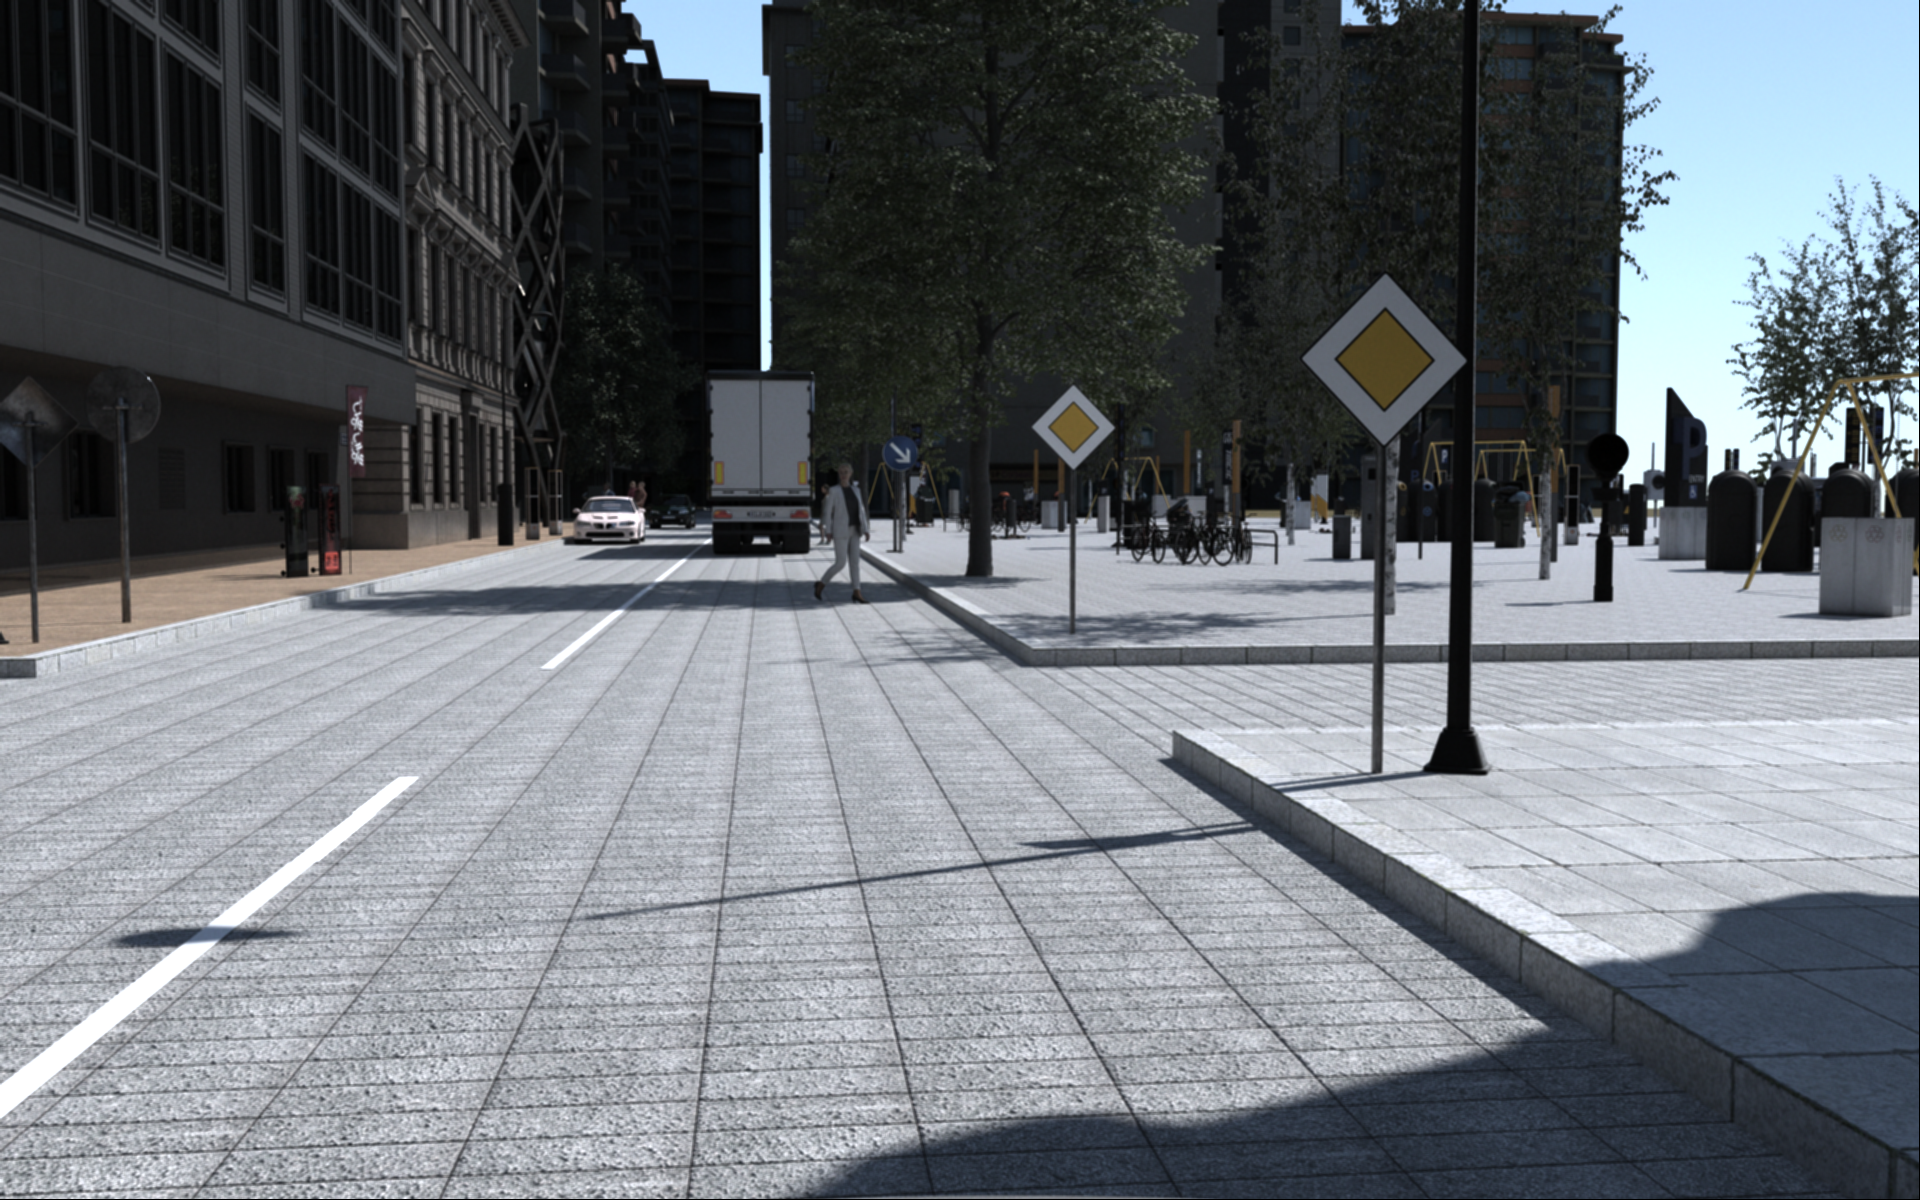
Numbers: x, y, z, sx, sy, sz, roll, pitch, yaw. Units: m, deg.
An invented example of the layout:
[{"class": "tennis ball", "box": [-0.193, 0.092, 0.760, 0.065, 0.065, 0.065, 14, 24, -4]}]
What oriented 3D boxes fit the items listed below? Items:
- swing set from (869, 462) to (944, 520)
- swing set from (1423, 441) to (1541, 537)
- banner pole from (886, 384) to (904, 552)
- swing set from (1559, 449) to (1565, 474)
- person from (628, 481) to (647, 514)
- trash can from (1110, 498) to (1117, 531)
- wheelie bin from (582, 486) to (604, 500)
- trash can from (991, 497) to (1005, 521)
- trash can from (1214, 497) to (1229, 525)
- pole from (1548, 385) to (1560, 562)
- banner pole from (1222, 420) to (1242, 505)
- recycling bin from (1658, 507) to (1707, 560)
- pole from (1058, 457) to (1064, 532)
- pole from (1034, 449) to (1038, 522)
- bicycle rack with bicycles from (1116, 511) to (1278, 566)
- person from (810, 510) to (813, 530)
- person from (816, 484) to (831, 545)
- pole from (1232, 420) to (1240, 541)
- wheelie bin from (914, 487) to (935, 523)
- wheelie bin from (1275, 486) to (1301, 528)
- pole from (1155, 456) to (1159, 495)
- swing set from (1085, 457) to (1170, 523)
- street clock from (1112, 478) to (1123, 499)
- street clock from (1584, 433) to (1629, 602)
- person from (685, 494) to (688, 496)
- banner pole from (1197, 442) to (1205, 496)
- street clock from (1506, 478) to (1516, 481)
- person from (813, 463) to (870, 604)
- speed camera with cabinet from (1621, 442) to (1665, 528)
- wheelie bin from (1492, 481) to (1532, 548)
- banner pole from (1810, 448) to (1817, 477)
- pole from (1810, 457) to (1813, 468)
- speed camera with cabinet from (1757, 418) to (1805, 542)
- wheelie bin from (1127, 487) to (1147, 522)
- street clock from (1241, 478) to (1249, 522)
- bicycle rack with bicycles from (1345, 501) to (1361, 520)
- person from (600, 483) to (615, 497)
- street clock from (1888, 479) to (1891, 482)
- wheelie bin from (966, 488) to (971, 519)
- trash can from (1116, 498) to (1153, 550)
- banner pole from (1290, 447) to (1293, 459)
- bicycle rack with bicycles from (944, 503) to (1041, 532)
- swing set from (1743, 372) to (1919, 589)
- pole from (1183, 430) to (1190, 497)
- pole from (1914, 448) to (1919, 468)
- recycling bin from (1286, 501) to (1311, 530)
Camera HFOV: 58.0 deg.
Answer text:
[{"class": "swing set", "box": [-2.683, -5.357, 85.201, 3.119, 2.851, 2.862, 3, 4, 38]}, {"class": "swing set", "box": [15.287, -3.308, 51.710, 3.119, 2.851, 2.862, 3, 5, 39]}, {"class": "banner pole", "box": [-1.472, -2.963, 38.455, 0.401, 3.779, 0.863, -1, 4, -9]}, {"class": "swing set", "box": [19.545, -3.864, 60.798, 3.119, 2.851, 2.862, 3, 4, 37]}, {"class": "person", "box": [-10.056, -2.777, 53.885, 0.580, 1.828, 0.573, -1, 4, -19]}, {"class": "trash can", "box": [5.327, -2.938, 59.693, 0.748, 1.137, 0.748, 0, 3, 0]}, {"class": "wheelie bin", "box": [-14.101, -3.610, 66.929, 0.980, 1.594, 0.693, -1, 4, -10]}, {"class": "trash can", "box": [1.672, -4.083, 78.414, 0.748, 1.137, 0.748, 0, 3, 0]}, {"class": "trash can", "box": [10.989, -3.747, 72.925, 0.748, 1.137, 0.748, 0, 3, 0]}, {"class": "pole", "box": [11.155, -2.371, 32.605, 0.158, 3.312, 0.155, 0, 3, 0]}, {"class": "banner pole", "box": [9.271, -4.205, 58.774, 0.863, 3.779, 0.401, 2, 4, 28]}, {"class": "recycling bin", "box": [14.218, -1.310, 33.972, 0.722, 1.027, 0.722, 0, 4, -7]}, {"class": "pole", "box": [3.426, -3.958, 58.561, 0.158, 3.312, 0.155, 0, 3, 0]}, {"class": "pole", "box": [3.469, -5.215, 79.102, 0.158, 3.312, 0.155, 0, 3, 0]}, {"class": "bicycle rack with bicycles", "box": [4.638, -1.145, 32.097, 2.852, 0.926, 2.925, -1, 4, -10]}, {"class": "person", "box": [-6.239, -3.698, 69.151, 0.728, 1.800, 0.709, 1, 4, 14]}, {"class": "person", "box": [-3.755, -2.392, 48.608, 0.522, 1.701, 0.512, 0, 4, 2]}, {"class": "pole", "box": [7.617, -3.299, 47.790, 0.158, 3.312, 0.155, 0, 3, 0]}, {"class": "wheelie bin", "box": [-1.599, -4.157, 75.871, 0.980, 1.594, 0.693, -2, 4, -32]}, {"class": "wheelie bin", "box": [12.528, -3.569, 66.254, 0.980, 1.594, 0.693, 1, 4, 9]}, {"class": "pole", "box": [10.488, -6.006, 92.042, 0.158, 3.312, 0.155, 0, 3, 0]}, {"class": "swing set", "box": [7.417, -4.725, 74.879, 2.862, 2.851, 3.119, -2, 4, -28]}, {"class": "street clock", "box": [7.053, -4.465, 77.568, 0.471, 2.002, 0.358, 0, 4, 8]}, {"class": "street clock", "box": [7.704, -0.986, 20.687, 0.471, 2.002, 0.358, 1, 4, 10]}, {"class": "person", "box": [-16.764, -5.751, 105.748, 0.599, 1.433, 0.991, 0, 4, -6]}, {"class": "banner pole", "box": [11.596, -5.715, 83.455, 0.401, 3.779, 0.863, 3, 4, 37]}, {"class": "street clock", "box": [25.222, -4.571, 79.301, 0.471, 2.002, 0.358, -2, 4, -32]}, {"class": "person", "box": [-1.549, -0.878, 22.734, 0.818, 1.842, 0.514, 2, 4, 31]}, {"class": "speed camera with cabinet", "box": [25.790, -4.374, 65.857, 2.038, 3.252, 0.660, -1, 4, -8]}, {"class": "wheelie bin", "box": [13.160, -2.049, 41.414, 0.980, 1.594, 0.693, 2, 4, 33]}, {"class": "banner pole", "box": [46.462, -6.383, 94.385, 0.863, 3.779, 0.401, -3, 5, -40]}, {"class": "pole", "box": [47.136, -6.239, 95.849, 0.158, 3.312, 0.155, 0, 3, 0]}, {"class": "speed camera with cabinet", "box": [21.452, -3.152, 45.871, 0.660, 3.252, 2.038, -1, 4, -11]}, {"class": "wheelie bin", "box": [8.241, -4.452, 80.698, 0.980, 1.594, 0.693, -1, 4, -12]}, {"class": "street clock", "box": [13.106, -4.623, 80.157, 0.471, 2.002, 0.358, 1, 4, 18]}, {"class": "bicycle rack with bicycles", "box": [20.448, -4.507, 87.067, 2.852, 0.926, 2.925, -1, 4, -11]}, {"class": "person", "box": [-11.400, -2.877, 55.729, 0.721, 1.800, 0.419, 1, 4, 18]}, {"class": "street clock", "box": [43.567, -4.672, 80.963, 0.471, 2.002, 0.358, -3, 5, -43]}, {"class": "wheelie bin", "box": [0.780, -4.811, 86.569, 0.980, 1.594, 0.693, 0, 4, 2]}, {"class": "trash can", "box": [4.102, -1.748, 40.235, 0.748, 1.137, 0.748, 0, 3, 0]}, {"class": "banner pole", "box": [16.010, -5.728, 83.663, 0.401, 3.779, 0.863, 0, 4, 0]}, {"class": "bicycle rack with bicycles", "box": [0.716, -2.802, 59.192, 2.852, 0.926, 2.925, -2, 4, -28]}, {"class": "swing set", "box": [12.282, -1.517, 22.423, 2.862, 2.851, 3.119, -1, 4, -11]}, {"class": "pole", "box": [7.279, -3.778, 55.618, 0.158, 3.312, 0.155, 0, 3, 0]}, {"class": "pole", "box": [42.648, -5.104, 77.301, 0.158, 3.312, 0.155, 0, 3, 0]}, {"class": "recycling bin", "box": [12.288, -3.078, 62.880, 0.722, 1.027, 0.722, -1, 4, -10]}]
